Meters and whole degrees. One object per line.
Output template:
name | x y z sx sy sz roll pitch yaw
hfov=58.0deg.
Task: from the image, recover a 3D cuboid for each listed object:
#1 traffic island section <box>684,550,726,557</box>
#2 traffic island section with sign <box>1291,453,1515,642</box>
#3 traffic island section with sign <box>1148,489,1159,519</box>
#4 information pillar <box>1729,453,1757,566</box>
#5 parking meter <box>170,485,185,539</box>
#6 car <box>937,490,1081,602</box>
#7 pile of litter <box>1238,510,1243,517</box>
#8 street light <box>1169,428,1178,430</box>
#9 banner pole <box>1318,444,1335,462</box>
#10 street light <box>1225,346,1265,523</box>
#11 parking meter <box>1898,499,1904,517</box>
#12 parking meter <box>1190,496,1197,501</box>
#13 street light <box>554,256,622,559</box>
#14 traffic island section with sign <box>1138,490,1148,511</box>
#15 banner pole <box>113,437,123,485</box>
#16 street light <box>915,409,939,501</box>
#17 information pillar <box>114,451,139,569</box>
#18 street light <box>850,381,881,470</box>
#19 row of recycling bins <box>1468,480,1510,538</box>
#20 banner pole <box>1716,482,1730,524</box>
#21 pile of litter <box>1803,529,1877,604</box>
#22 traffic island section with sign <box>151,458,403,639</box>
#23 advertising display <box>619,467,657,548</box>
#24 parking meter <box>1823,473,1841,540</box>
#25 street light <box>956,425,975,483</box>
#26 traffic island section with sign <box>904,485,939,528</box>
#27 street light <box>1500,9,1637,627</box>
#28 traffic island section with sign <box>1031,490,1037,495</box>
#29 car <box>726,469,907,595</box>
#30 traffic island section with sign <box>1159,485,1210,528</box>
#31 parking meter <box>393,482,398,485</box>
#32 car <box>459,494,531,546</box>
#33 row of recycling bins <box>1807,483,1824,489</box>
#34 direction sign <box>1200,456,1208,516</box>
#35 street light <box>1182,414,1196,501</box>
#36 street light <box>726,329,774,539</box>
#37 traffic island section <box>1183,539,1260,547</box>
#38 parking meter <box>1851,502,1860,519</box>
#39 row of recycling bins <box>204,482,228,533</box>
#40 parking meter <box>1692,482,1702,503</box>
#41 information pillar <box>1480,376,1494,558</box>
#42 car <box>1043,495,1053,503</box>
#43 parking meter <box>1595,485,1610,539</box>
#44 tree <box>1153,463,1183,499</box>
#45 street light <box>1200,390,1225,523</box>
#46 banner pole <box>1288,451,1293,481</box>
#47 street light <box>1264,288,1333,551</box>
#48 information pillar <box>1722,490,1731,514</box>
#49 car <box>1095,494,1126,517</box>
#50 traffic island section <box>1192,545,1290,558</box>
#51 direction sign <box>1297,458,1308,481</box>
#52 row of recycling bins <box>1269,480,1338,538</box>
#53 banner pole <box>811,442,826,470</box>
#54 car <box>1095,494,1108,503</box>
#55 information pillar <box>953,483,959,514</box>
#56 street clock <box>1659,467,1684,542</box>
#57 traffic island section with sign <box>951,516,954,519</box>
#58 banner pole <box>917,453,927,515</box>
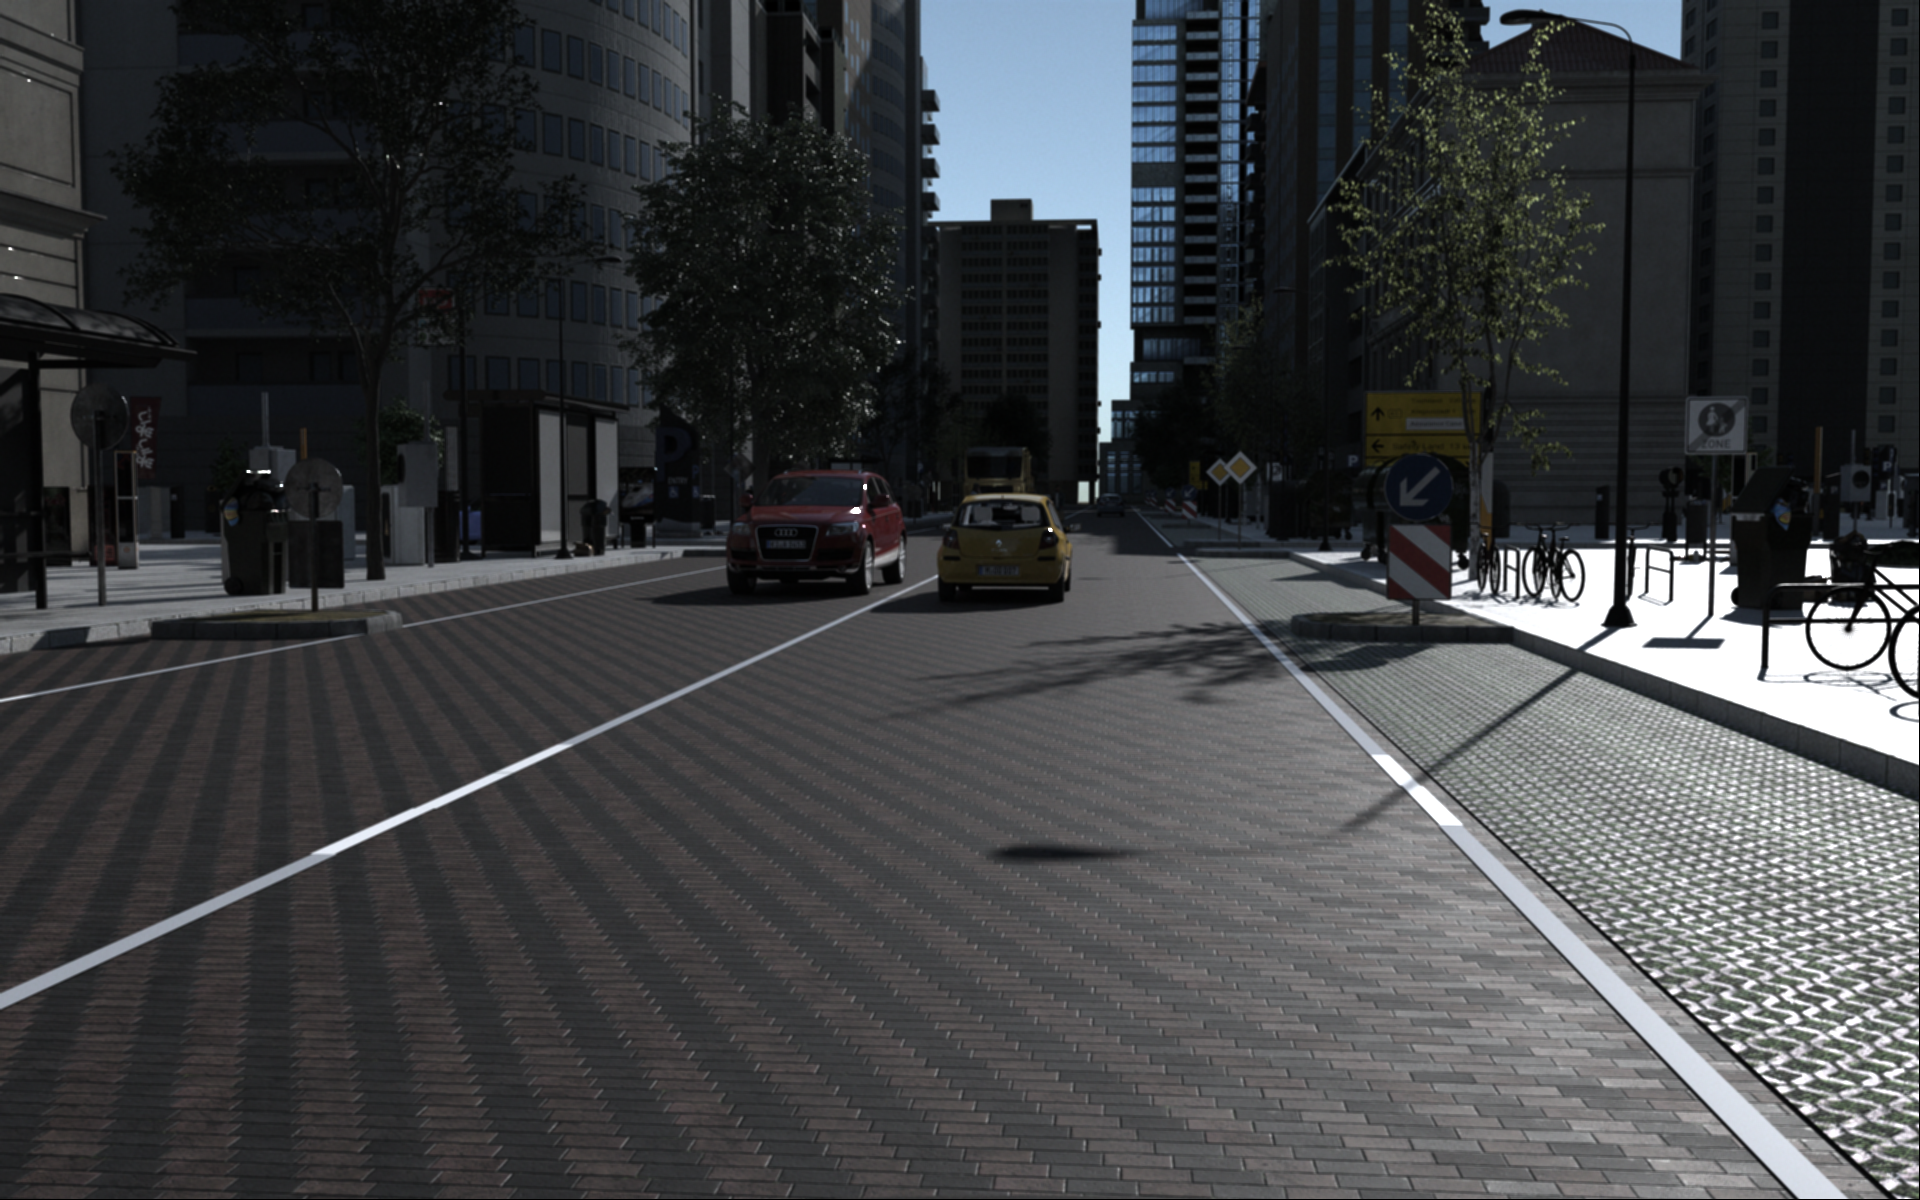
traffic island section | -5.222 -1.148 41.056 2.009 0.180 2.903 0 4 5
traffic island section with sign | 4.429 -0.551 17.644 1.989 1.847 2.006 0 4 5
traffic island section with sign | 11.956 -5.564 99.600 1.989 1.847 2.006 0 4 5
information pillar | 13.959 -1.613 30.873 0.304 2.012 0.304 -2 4 -33
parking meter | -22.578 -2.541 49.952 0.372 1.533 0.369 0 3 0
car | 0.692 -0.873 24.495 2.015 1.641 3.980 0 4 5
pile of litter | 15.456 -5.125 97.763 1.176 0.858 1.719 -3 5 -40
street light | 15.486 -9.173 122.523 1.470 5.913 1.316 0 4 5
banner pole | 18.312 -5.907 86.596 0.863 3.779 0.401 1 4 14
street light | 9.221 -5.004 54.361 1.470 5.913 1.316 0 4 5
parking meter | 52.058 -5.507 95.746 0.255 1.863 0.399 0 4 7
parking meter | 13.956 -5.820 103.572 0.372 1.533 0.369 0 3 0
street light | -7.301 -3.761 34.031 1.470 5.913 1.316 0 4 5
traffic island section with sign | 16.531 -8.601 149.260 1.989 1.847 2.006 0 4 5
banner pole | -28.015 -4.141 57.722 0.401 3.779 0.863 0 4 -2
street light | -1.820 -7.403 93.573 1.470 5.913 1.316 0 4 5
information pillar | -14.223 -1.534 29.570 0.304 2.012 0.304 -1 4 -18
street light | -3.938 -6.037 71.240 1.470 5.913 1.316 0 4 5
row of recycling bins | 15.493 -2.760 52.238 1.069 1.692 3.534 -1 4 -8
banner pole | 32.592 -5.167 74.491 0.863 3.779 0.401 -2 4 -24
pile of litter | 10.522 -0.434 21.062 1.719 0.858 1.176 -3 4 -37
traffic island section with sign | -6.996 -0.581 18.120 1.989 1.847 2.006 0 4 5
advertising display | -7.681 -2.208 41.311 0.974 1.923 0.123 1 4 19
parking meter | 24.521 -2.632 48.739 0.399 1.863 0.255 0 4 5
street light | 0.284 -8.826 116.839 1.470 5.913 1.316 0 4 5
traffic island section with sign | -1.909 -3.966 73.478 1.989 1.847 2.006 0 4 5
street light | 5.882 -2.704 16.745 1.470 5.913 1.316 0 4 5
traffic island section with sign | 7.667 -10.343 177.730 1.989 1.847 2.006 0 4 5
car | -2.090 -1.085 26.415 2.281 1.827 5.304 0 4 7
traffic island section with sign | 9.489 -3.922 72.758 1.989 1.847 2.006 0 4 5
parking meter | -19.427 -3.292 59.532 0.399 1.863 0.255 2 4 24
car | -12.558 -2.288 47.003 3.694 1.707 1.945 0 4 5
row of recycling bins | 39.497 -4.441 79.730 1.069 1.692 3.534 1 4 18
direction sign | 14.392 -6.746 102.296 0.379 3.537 0.876 3 4 38
street light | 13.542 -7.806 100.174 1.470 5.913 1.316 0 4 5
street light | -5.923 -4.670 48.895 1.470 5.913 1.316 0 4 5
traffic island section | 7.200 -1.569 47.933 2.009 0.180 2.903 0 4 5
parking meter | 46.119 -5.103 89.138 0.255 1.863 0.399 0 4 -3
row of recycling bins | -23.502 -3.032 56.686 3.534 1.692 1.069 3 4 36
parking meter | 35.243 -4.719 82.868 0.255 1.863 0.399 -1 4 -17
information pillar | 10.535 -2.645 34.607 0.183 3.616 0.504 0 4 -1
car | 6.709 -7.870 141.035 2.083 1.381 4.827 0 4 5
parking meter | 18.328 -2.508 49.410 0.372 1.533 0.369 0 3 0
tree | 20.605 -11.474 171.307 4.285 4.588 4.351 0 3 0
street light | 11.455 -6.410 77.347 1.470 5.913 1.316 0 4 5
banner pole | 16.766 -6.056 89.035 0.863 3.779 0.401 3 4 37
street light | 7.740 -4.072 39.112 1.470 5.913 1.316 0 4 5
information pillar | 49.729 -7.398 112.316 0.504 3.616 0.183 0 4 5
car | 9.644 -6.040 110.755 2.014 1.417 4.499 0 4 4
traffic island section | 6.469 -1.083 39.981 2.009 0.180 2.903 0 4 5
direction sign | 21.745 -7.227 110.154 0.876 3.537 0.379 3 5 43
row of recycling bins | 10.304 -2.734 51.806 1.069 1.692 3.534 3 5 39
banner pole | -5.765 -4.964 71.183 0.863 3.779 0.401 -1 4 -12
car | 14.347 -9.699 170.374 2.131 1.459 4.920 0 4 4
information pillar | -0.269 -6.648 113.186 0.304 2.012 0.304 3 4 38
street clock | 19.138 -2.565 46.504 0.471 2.002 0.358 -1 4 -11
traffic island section with sign | 0.552 -5.608 100.321 1.989 1.847 2.006 0 4 5
banner pole | -2.399 -7.107 106.208 0.863 3.779 0.401 -3 4 -38
